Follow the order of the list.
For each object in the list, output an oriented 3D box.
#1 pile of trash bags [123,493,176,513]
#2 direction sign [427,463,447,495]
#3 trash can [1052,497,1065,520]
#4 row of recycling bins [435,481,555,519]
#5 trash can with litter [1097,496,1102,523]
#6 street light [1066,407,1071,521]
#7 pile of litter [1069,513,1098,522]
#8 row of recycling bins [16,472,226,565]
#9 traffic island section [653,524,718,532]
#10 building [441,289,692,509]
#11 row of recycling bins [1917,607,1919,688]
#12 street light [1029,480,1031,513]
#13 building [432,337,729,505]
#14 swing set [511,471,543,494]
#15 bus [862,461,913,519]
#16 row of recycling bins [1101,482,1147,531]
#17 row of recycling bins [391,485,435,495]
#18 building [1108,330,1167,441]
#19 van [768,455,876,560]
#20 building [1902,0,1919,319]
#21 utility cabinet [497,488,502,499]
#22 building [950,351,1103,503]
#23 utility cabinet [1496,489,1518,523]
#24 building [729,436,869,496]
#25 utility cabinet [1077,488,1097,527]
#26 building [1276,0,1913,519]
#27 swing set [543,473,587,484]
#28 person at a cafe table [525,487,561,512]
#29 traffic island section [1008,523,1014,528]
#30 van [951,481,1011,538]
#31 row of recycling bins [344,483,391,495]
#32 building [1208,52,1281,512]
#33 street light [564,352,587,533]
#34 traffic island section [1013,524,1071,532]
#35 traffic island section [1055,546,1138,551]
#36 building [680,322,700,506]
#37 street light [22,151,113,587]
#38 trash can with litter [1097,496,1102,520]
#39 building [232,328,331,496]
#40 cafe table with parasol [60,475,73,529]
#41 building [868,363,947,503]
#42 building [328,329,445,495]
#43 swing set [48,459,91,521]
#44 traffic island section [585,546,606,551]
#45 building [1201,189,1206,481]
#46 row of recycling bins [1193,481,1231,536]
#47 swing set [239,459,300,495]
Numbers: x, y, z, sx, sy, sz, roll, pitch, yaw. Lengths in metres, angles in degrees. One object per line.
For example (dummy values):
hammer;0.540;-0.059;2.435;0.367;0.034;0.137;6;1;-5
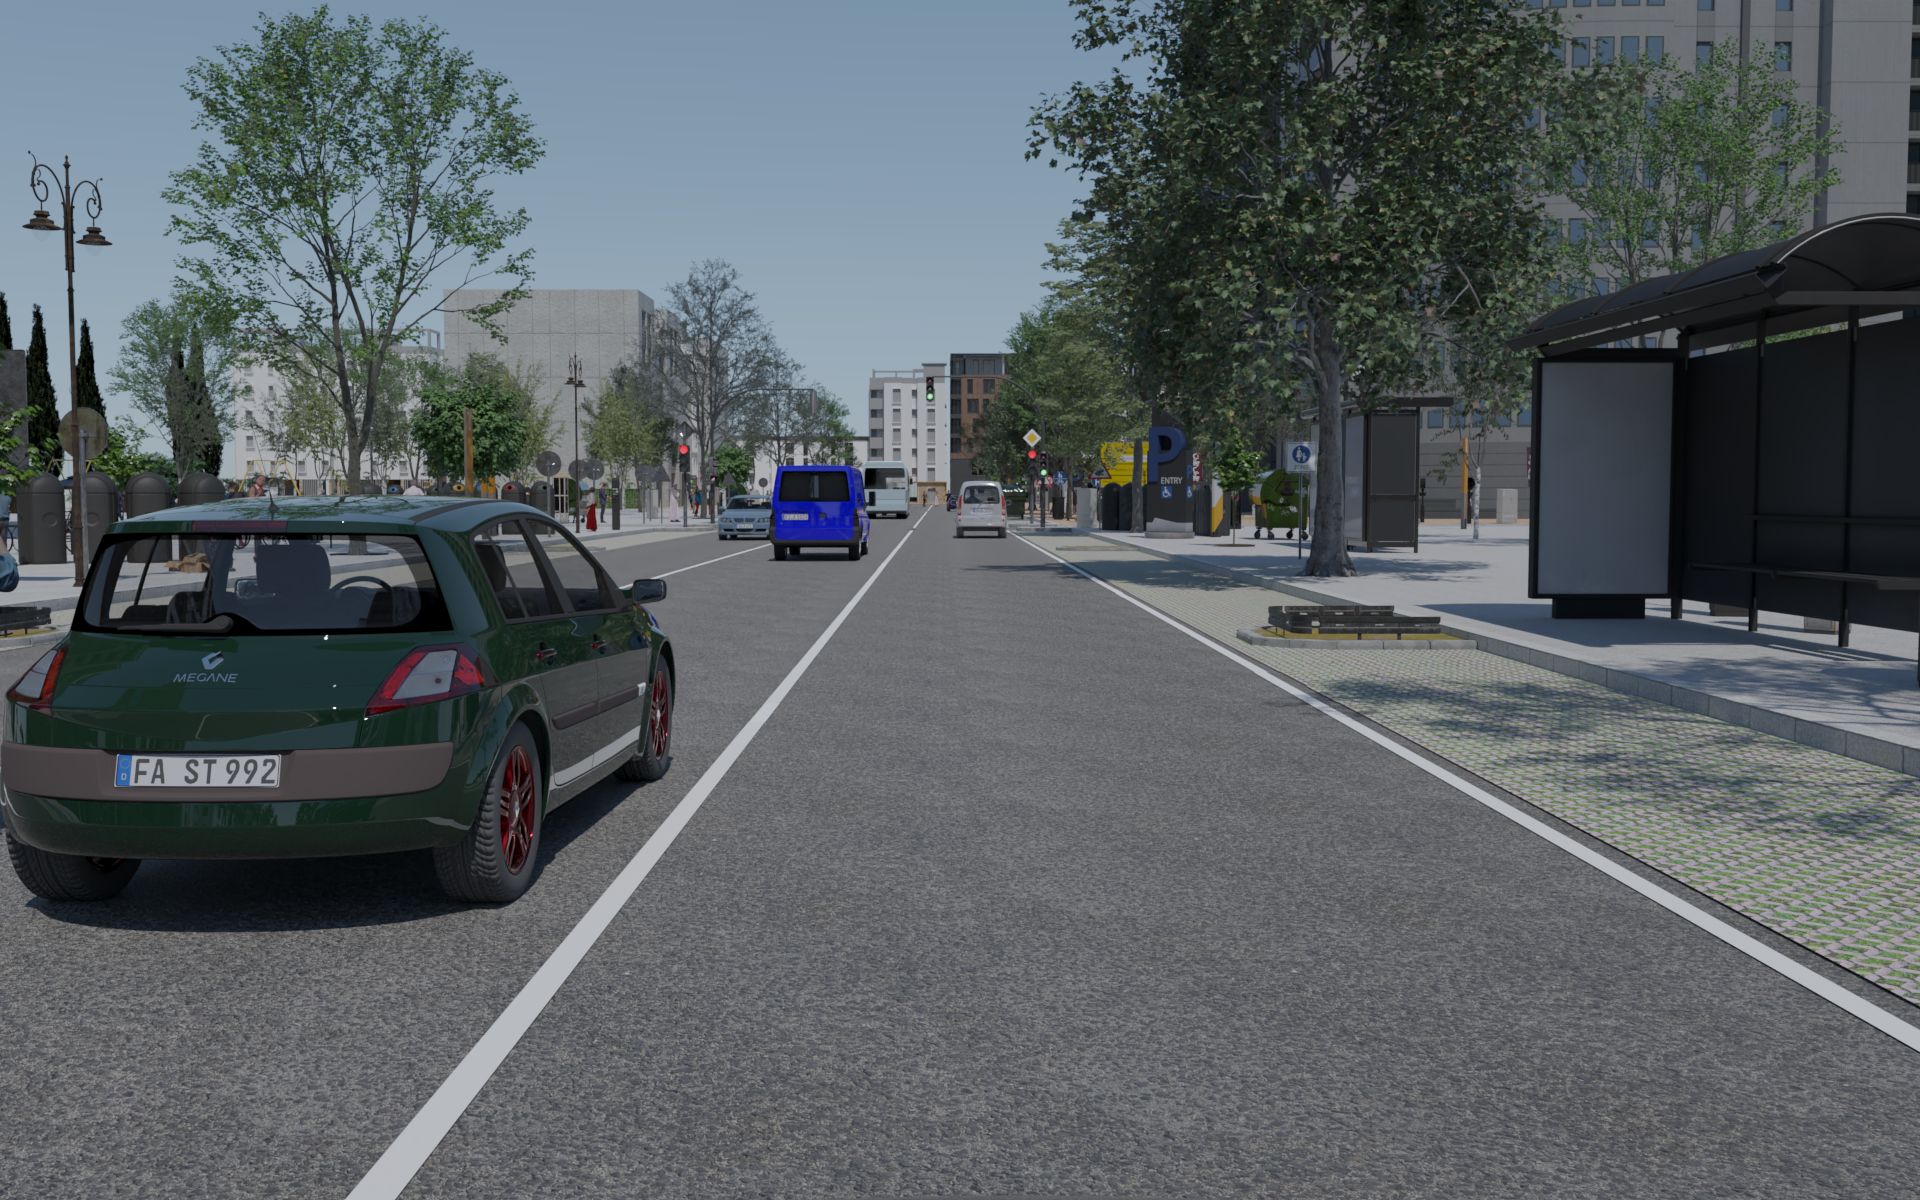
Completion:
pile of trash bags;-35.769;-4.071;76.314;3.447;1.369;1.912;2;4;28
direction sign;-22.474;-5.050;74.559;0.876;3.537;0.379;-2;4;-30
trash can;4.915;-4.577;86.480;0.748;1.137;0.748;0;3;0
row of recycling bins;-14.607;-2.918;54.815;3.534;1.692;1.069;0;4;-5
trash can with litter;6.399;-4.050;77.269;1.678;1.210;2.233;-1;4;-23
street light;5.183;-6.735;82.899;0.468;5.910;1.993;0;4;-1
pile of litter;5.809;-4.036;79.957;1.719;0.858;1.176;-1;4;-13
row of recycling bins;-15.606;-1.543;32.336;3.534;1.692;1.069;-2;4;-27
traffic island section;-10.574;-2.709;66.570;2.009;0.180;2.903;0;4;-1
building;-36.304;-18.294;165.565;16.747;18.905;31.486;0;4;-1
row of recycling bins;6.745;-0.177;10.005;1.069;1.692;3.534;0;4;3
street light;4.736;-8.777;116.289;0.468;5.910;1.993;0;4;-1
building;-43.996;-20.635;203.843;31.486;18.905;16.747;0;4;-1
swing set;-29.616;-7.235;115.919;2.862;2.851;3.119;-1;4;-13
bus;-4.351;-6.666;103.846;2.948;3.499;13.247;0;4;-1
row of recycling bins;6.393;-3.261;60.424;3.534;1.692;1.069;3;5;42
row of recycling bins;-24.682;-4.272;76.968;3.534;1.692;1.069;0;4;-3
building;32.501;-21.537;196.111;27.936;21.610;32.646;0;4;-1
van;-3.089;-2.121;39.062;2.240;2.365;5.245;0;4;0
building;58.577;-40.302;97.195;20.611;71.187;20.563;0;4;-1
utility cabinet;-18.184;-3.585;67.289;1.173;1.500;0.318;-1;4;-14
building;14.814;-25.558;261.843;32.646;21.610;27.936;0;4;-1
utility cabinet;23.829;-4.081;75.404;1.173;1.500;0.318;-3;5;-40
building;-27.331;-18.927;251.596;28.070;9.664;9.099;0;4;-1
utility cabinet;4.895;-3.548;66.695;0.318;1.500;1.173;-1;4;-21
building;33.742;-33.951;97.102;28.212;58.520;21.231;0;4;-1
swing set;-29.044;-7.927;127.222;3.119;2.851;2.862;0;4;2
person at a cafe table;-14.274;-2.996;57.502;1.698;1.524;1.622;0;4;-2
traffic island section;3.120;-3.206;74.699;2.009;0.180;2.903;0;4;-1
van;0.701;-3.081;57.385;2.013;2.044;4.112;0;4;0
row of recycling bins;-22.328;-3.537;64.946;1.069;1.692;3.534;-2;4;-29
building;25.264;-27.182;128.018;14.154;41.232;14.086;0;4;-1
street light;-12.513;-5.121;56.510;0.468;5.910;1.993;0;4;-1
traffic island section;3.206;-2.718;66.714;2.009;0.180;2.903;0;4;-1
traffic island section;3.446;-1.299;44.101;1.991;0.108;1.994;0;4;-1
building;-36.538;-20.224;187.075;16.016;20.091;11.380;0;4;-1
street light;-12.186;-3.120;23.800;0.468;5.910;1.993;0;4;-1
trash can with litter;7.061;-4.450;84.147;1.055;1.170;0.624;0;4;4
building;-76.810;-21.238;203.664;11.380;20.091;16.016;0;4;-1
cafe table with parasol;-29.349;-3.236;57.781;2.610;1.966;2.610;-3;5;-45
building;-7.653;-24.424;255.751;11.380;20.091;16.016;0;4;-1
building;-65.433;-21.263;204.063;11.380;20.091;16.016;0;4;-1
swing set;-40.384;-4.984;79.112;2.862;2.851;3.119;0;4;7
traffic island section;-10.006;-1.269;43.608;1.991;0.108;1.994;0;4;-1
building;26.222;-30.106;142.340;14.600;45.320;14.200;0;4;-1
row of recycling bins;7.835;-2.891;54.383;1.069;1.692;3.534;0;4;-1
swing set;-31.822;-5.016;79.625;2.862;2.851;3.119;0;4;3
